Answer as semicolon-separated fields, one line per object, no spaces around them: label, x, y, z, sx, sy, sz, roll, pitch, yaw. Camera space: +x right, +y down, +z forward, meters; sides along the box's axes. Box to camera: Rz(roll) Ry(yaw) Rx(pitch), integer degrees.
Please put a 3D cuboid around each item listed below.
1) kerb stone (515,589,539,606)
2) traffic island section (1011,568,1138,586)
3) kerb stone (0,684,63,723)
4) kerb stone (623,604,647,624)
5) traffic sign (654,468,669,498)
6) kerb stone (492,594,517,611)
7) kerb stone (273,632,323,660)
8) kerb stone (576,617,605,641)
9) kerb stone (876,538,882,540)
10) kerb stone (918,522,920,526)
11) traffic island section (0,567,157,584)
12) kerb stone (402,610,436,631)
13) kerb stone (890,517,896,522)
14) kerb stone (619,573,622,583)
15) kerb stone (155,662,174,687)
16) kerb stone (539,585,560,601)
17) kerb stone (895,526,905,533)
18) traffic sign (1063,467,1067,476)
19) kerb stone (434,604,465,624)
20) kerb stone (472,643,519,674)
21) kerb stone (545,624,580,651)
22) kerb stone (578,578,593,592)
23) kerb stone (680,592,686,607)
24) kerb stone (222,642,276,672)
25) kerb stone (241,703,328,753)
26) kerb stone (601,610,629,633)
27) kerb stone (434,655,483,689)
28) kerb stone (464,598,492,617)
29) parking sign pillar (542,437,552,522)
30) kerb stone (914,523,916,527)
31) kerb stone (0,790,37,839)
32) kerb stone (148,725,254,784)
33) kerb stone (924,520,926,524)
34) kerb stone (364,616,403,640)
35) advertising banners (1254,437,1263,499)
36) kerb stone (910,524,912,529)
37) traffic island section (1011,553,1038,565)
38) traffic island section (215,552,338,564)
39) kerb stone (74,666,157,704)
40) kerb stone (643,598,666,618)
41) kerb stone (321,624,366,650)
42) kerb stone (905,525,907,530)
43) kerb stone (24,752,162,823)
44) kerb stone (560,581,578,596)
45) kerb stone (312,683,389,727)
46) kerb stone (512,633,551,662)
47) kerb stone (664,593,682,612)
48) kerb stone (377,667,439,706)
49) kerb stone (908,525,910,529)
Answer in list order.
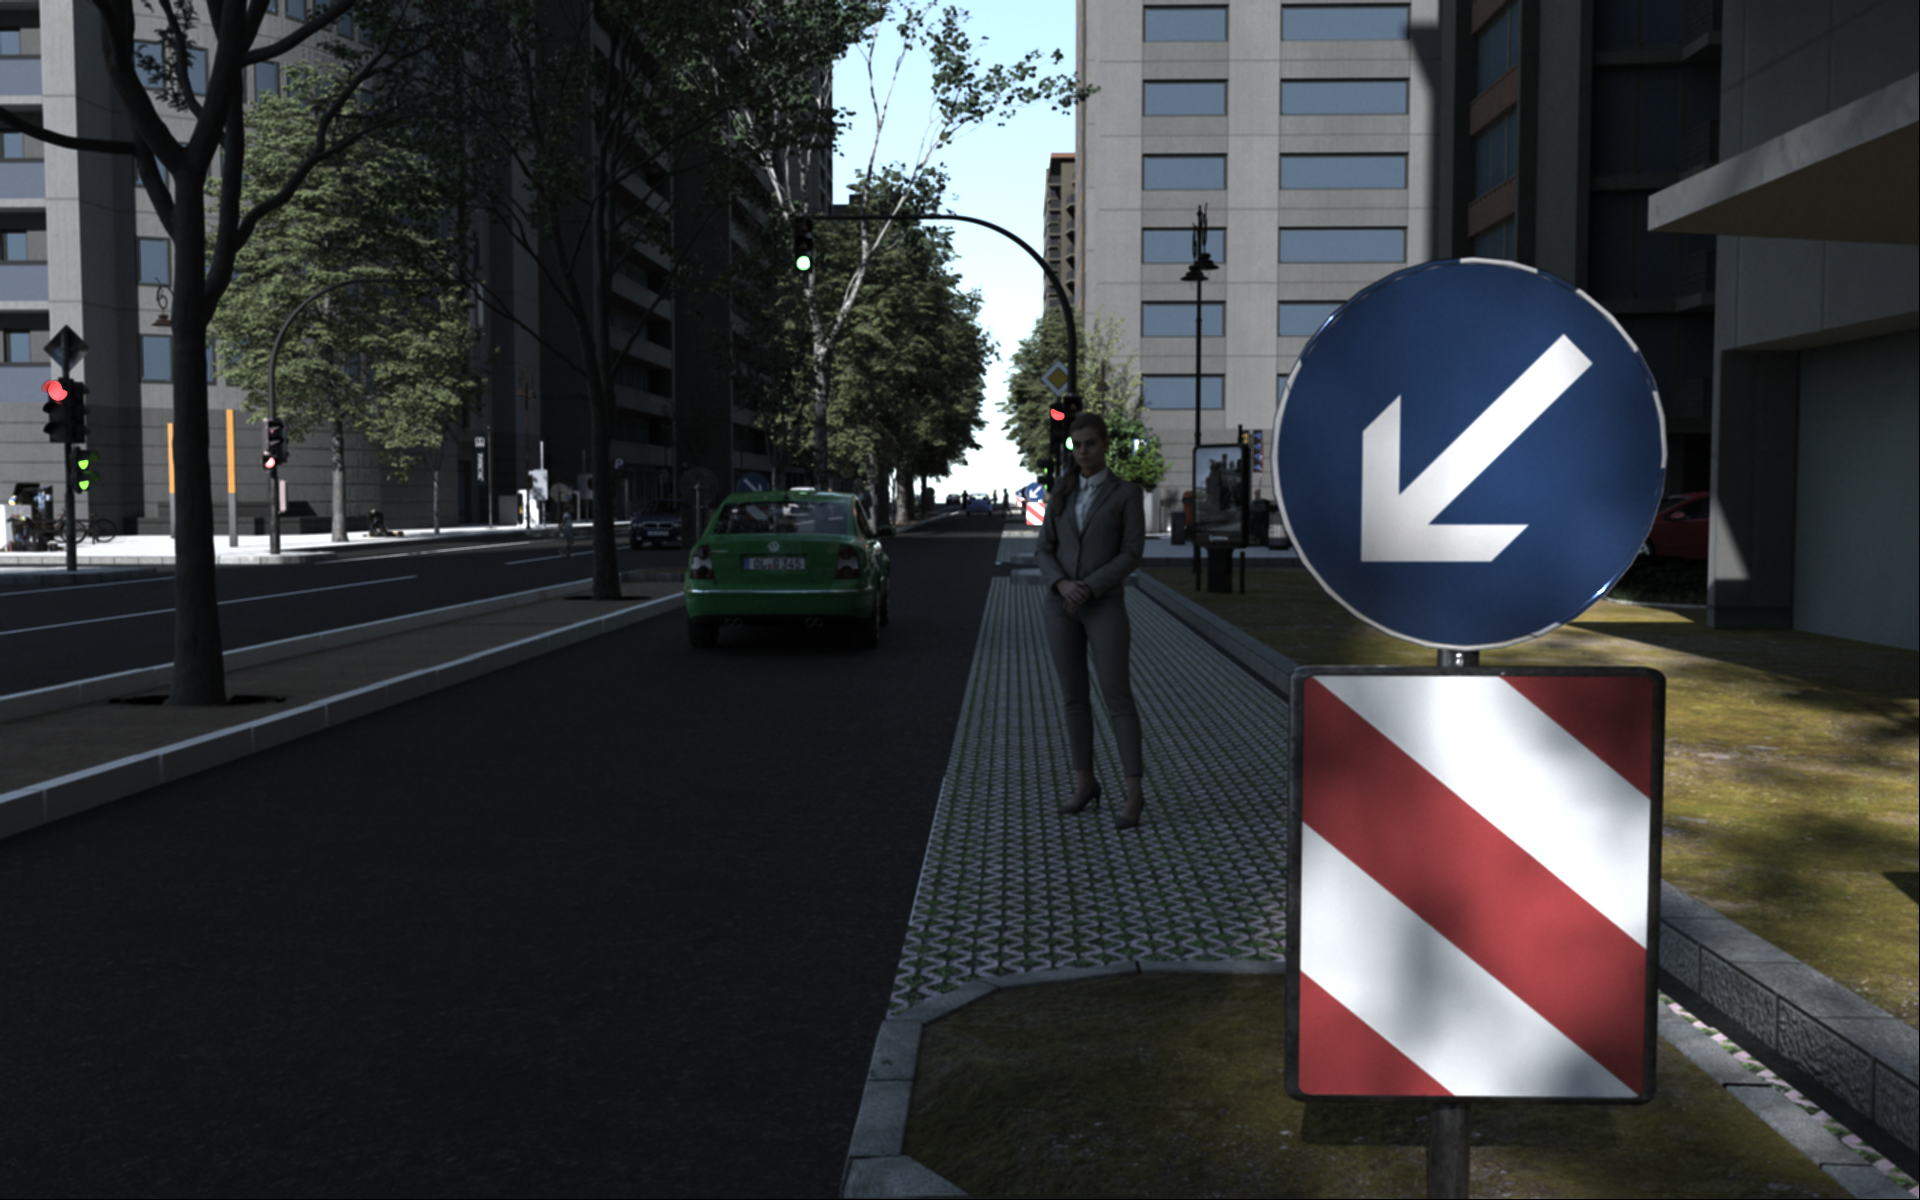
kerb stone;-5.682;-0.016;22.453;0.120;0.150;1.000;0;4;2
traffic island section;1.840;-0.375;28.416;2.009;0.180;2.903;0;4;2
kerb stone;-6.018;0.674;11.193;0.120;0.150;1.000;0;4;2
kerb stone;-3.682;0.176;19.326;0.120;0.150;1.000;0;4;2
traffic sign;-14.799;-5.249;85.933;0.768;2.556;0.104;1;4;9
kerb stone;-5.721;0.049;21.429;0.120;0.150;1.000;0;4;2
kerb stone;-5.908;0.422;15.288;0.120;0.150;1.000;0;4;2
kerb stone;-3.746;0.301;17.268;0.120;0.150;1.000;0;4;2
kerb stone;-2.557;-2.111;56.711;0.120;0.150;1.000;0;4;2
kerb stone;-1.970;-3.303;76.199;0.120;0.150;1.000;0;4;2
traffic island section;-14.844;-0.406;28.920;2.009;0.180;2.903;0;4;2
kerb stone;-5.812;0.235;18.363;0.120;0.150;1.000;0;4;2
kerb stone;-3.550;-4.366;93.722;0.120;0.150;1.000;0;4;2
kerb stone;-5.526;-0.330;27.595;0.120;0.150;1.000;0;4;2
kerb stone;-5.959;0.553;13.245;0.120;0.150;1.000;0;4;2
kerb stone;-5.655;-0.079;23.488;0.120;0.150;1.000;0;4;2
kerb stone;-2.274;-2.675;65.961;0.120;0.150;1.000;0;4;2
traffic sign;5.027;-4.789;78.404;0.768;2.556;0.104;0;4;6
kerb stone;-5.784;0.172;19.385;0.120;0.150;1.000;0;4;2
kerb stone;-3.835;0.491;14.194;0.120;0.150;1.000;0;4;2
kerb stone;-3.774;0.364;16.241;0.120;0.150;1.000;0;4;2
kerb stone;-5.603;-0.197;25.532;0.120;0.150;1.000;0;4;2
kerb stone;-3.585;-0.012;22.400;0.120;0.150;1.000;0;4;2
kerb stone;-5.928;0.485;14.266;0.120;0.150;1.000;0;4;2
kerb stone;-3.954;0.748;10.086;0.120;0.150;1.000;0;4;2
kerb stone;-3.700;0.238;18.299;0.120;0.150;1.000;0;4;2
kerb stone;-3.862;0.558;13.168;0.120;0.150;1.000;0;4;2
kerb stone;-5.749;0.109;20.406;0.120;0.150;1.000;0;4;2
parking sign pillar;-19.343;-5.654;80.912;1.447;3.967;1.447;-1;4;-16
kerb stone;-2.063;-3.115;73.128;0.120;0.150;1.000;0;4;2
kerb stone;-4.050;0.930;7.013;0.120;0.150;1.000;0;4;2
kerb stone;-3.985;0.808;9.062;0.120;0.150;1.000;0;4;2
kerb stone;-1.816;-3.618;81.344;0.120;0.150;1.000;0;4;2
kerb stone;-5.835;0.297;17.341;0.120;0.150;1.000;0;4;2
advertising banners;9.412;-3.573;54.607;0.090;3.025;2.074;0;4;4
kerb stone;-2.150;-2.924;70.061;0.120;0.150;1.000;0;4;2
traffic island section;2.079;-0.863;36.397;2.009;0.180;2.903;0;4;2
traffic island section;-14.604;-0.894;36.901;2.009;0.180;2.903;0;4;2
kerb stone;-5.992;0.610;12.223;0.120;0.150;1.000;0;4;2
kerb stone;-3.648;0.113;20.347;0.120;0.150;1.000;0;4;2
kerb stone;-5.869;0.359;16.319;0.120;0.150;1.000;0;4;2
kerb stone;-2.245;-2.736;66.983;0.120;0.150;1.000;0;4;2
kerb stone;-4.020;0.868;8.037;0.120;0.150;1.000;0;4;2
kerb stone;-5.621;-0.141;24.510;0.120;0.150;1.000;0;4;2
kerb stone;-3.924;0.681;11.120;0.120;0.150;1.000;0;4;2
kerb stone;-3.806;0.429;15.217;0.120;0.150;1.000;0;4;2
kerb stone;-3.618;0.050;21.373;0.120;0.150;1.000;0;4;2
kerb stone;-3.897;0.615;12.146;0.120;0.150;1.000;0;4;2
kerb stone;-2.191;-2.865;69.040;0.120;0.150;1.000;0;4;2
